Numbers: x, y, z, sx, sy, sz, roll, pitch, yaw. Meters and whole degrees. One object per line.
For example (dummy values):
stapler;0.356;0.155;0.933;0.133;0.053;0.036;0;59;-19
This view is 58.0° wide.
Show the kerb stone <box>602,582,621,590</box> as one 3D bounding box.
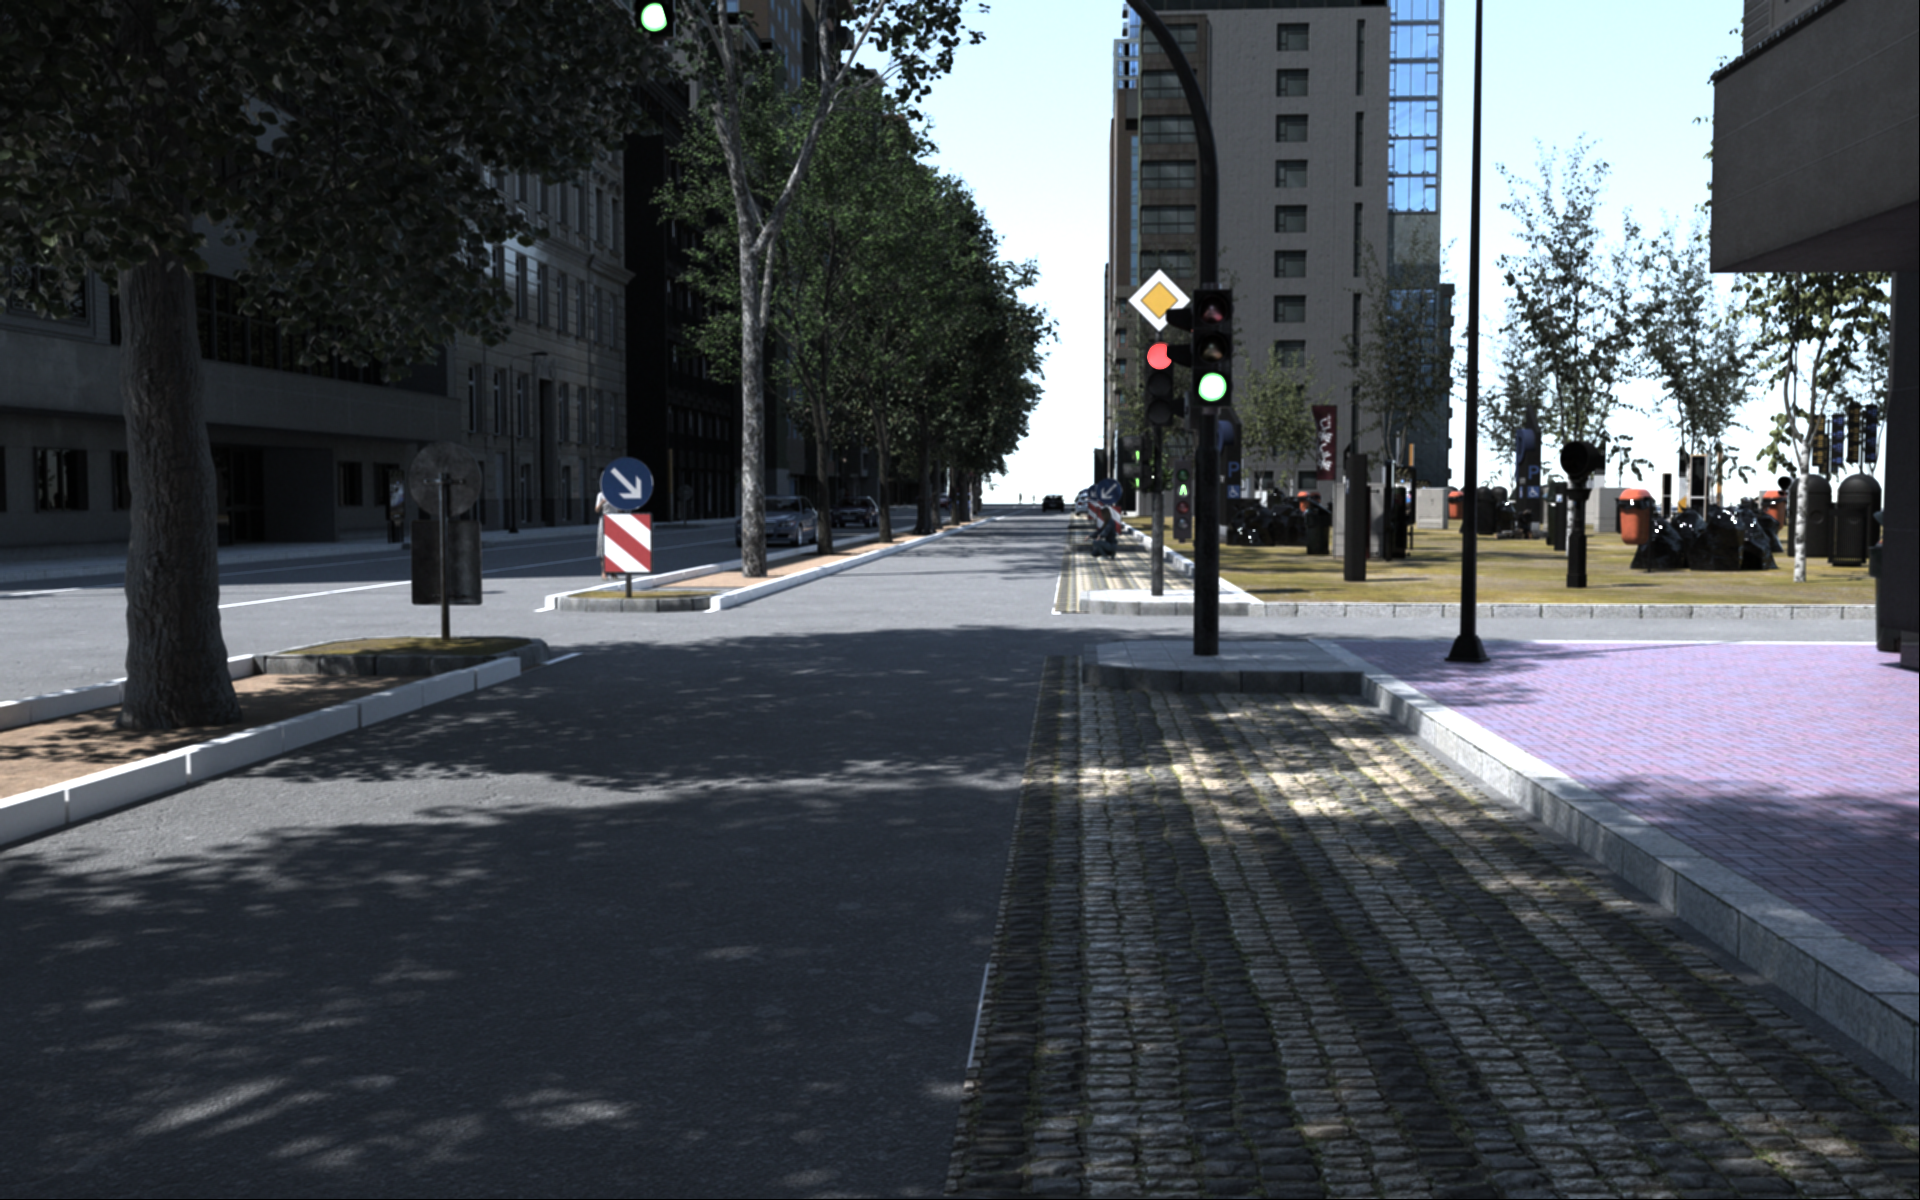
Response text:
kerb stone;-4.956;-0.121;24.174;0.120;0.150;1.000;0;4;4

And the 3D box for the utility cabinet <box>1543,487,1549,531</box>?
utility cabinet;18.115;-2.717;53.098;0.318;1.500;1.173;1;4;11

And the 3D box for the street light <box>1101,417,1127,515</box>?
street light;9.378;-8.046;104.098;1.470;5.913;1.316;0;4;4

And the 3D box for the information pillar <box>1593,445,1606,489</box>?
information pillar;27.597;-5.097;74.694;0.504;3.616;0.183;0;4;7

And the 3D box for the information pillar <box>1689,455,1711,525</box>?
information pillar;13.799;-1.703;32.338;0.304;2.012;0.304;2;4;34

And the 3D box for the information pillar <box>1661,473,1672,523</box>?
information pillar;24.567;-3.409;60.233;0.304;2.012;0.304;1;4;15

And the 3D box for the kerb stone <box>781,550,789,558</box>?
kerb stone;-3.998;-0.987;38.471;0.120;0.150;1.000;0;4;4

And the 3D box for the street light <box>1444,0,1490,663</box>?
street light;3.373;-2.488;13.214;1.470;5.913;1.316;0;4;4

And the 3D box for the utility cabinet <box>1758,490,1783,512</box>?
utility cabinet;40.607;-4.769;86.653;1.173;1.500;0.318;0;4;5

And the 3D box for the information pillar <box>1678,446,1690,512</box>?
information pillar;35.269;-5.694;84.448;0.504;3.616;0.183;0;4;4

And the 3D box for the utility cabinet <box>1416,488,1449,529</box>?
utility cabinet;17.155;-3.316;62.895;0.318;1.500;1.173;-3;4;-36

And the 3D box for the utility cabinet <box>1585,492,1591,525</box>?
utility cabinet;25.899;-3.873;72.001;1.173;1.500;0.318;2;4;34

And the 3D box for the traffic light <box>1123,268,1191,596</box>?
traffic light;2.469;-2.006;21.724;0.839;4.253;0.868;0;4;4

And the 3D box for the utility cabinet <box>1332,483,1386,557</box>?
utility cabinet;8.173;-1.619;35.147;1.173;1.500;0.318;0;4;8

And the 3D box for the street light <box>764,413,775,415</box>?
street light;-11.302;-7.749;99.229;1.470;5.913;1.316;0;4;4

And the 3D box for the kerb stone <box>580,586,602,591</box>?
kerb stone;-5.011;-0.053;23.154;0.120;0.150;1.000;0;4;4

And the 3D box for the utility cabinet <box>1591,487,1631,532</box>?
utility cabinet;21.598;-2.977;57.352;1.173;1.500;0.318;-1;4;-13

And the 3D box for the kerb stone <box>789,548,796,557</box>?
kerb stone;-3.933;-1.058;39.494;0.120;0.150;1.000;0;4;4

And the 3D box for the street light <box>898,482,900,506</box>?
street light;-5.867;-12.823;182.196;1.470;5.913;1.316;0;4;4

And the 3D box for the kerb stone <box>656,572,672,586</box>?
kerb stone;-4.743;-0.305;27.237;0.120;0.150;1.000;0;4;4

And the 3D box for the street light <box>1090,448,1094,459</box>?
street light;13.922;-12.240;172.662;1.470;5.913;1.316;0;4;4

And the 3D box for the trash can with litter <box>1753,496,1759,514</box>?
trash can with litter;40.864;-4.776;89.473;0.624;1.170;1.055;-3;4;-39

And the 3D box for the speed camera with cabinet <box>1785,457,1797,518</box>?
speed camera with cabinet;44.969;-5.988;92.239;2.038;3.252;0.660;1;4;18

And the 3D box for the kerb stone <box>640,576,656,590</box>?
kerb stone;-4.813;-0.246;26.214;0.120;0.150;1.000;0;4;4

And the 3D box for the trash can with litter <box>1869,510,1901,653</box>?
trash can with litter;7.830;-0.151;13.863;0.624;1.170;1.055;-1;4;-17

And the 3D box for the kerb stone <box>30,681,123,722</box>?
kerb stone;-5.803;0.673;11.276;0.120;0.150;1.000;0;4;4

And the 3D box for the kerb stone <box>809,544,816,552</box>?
kerb stone;-3.733;-1.246;42.563;0.120;0.150;1.000;0;4;4

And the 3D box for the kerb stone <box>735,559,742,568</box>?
kerb stone;-4.343;-0.680;33.364;0.120;0.150;1.000;0;4;4

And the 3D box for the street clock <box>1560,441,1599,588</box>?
street clock;8.454;-1.169;23.688;0.358;2.002;0.471;-2;4;-34

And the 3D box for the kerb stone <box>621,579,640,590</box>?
kerb stone;-4.877;-0.183;25.193;0.120;0.150;1.000;0;4;4

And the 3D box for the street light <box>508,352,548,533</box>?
street light;-14.125;-5.146;56.674;1.470;5.913;1.316;0;4;4

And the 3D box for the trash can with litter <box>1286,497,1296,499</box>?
trash can with litter;15.080;-4.130;78.919;0.624;1.170;1.055;1;4;21

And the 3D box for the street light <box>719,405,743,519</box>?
street light;-11.895;-7.215;90.509;1.470;5.913;1.316;0;4;4

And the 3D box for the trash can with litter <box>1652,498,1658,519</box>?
trash can with litter;35.549;-4.752;89.090;1.055;1.170;0.624;-3;4;-39

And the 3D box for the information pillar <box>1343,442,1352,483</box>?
information pillar;17.572;-5.331;78.519;0.183;3.616;0.504;-2;4;-26

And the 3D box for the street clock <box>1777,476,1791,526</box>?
street clock;33.408;-4.015;70.223;0.471;2.002;0.358;3;5;42

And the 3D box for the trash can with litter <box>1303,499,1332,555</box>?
trash can with litter;7.783;-1.537;36.514;1.055;1.170;0.624;0;4;3

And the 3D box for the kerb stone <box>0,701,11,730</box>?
kerb stone;-5.865;0.730;10.255;0.120;0.150;1.000;0;4;4

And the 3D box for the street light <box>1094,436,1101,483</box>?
street light;11.647;-10.148;138.458;1.470;5.913;1.316;0;4;4

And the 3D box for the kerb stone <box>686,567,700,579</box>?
kerb stone;-4.610;-0.433;29.281;0.120;0.150;1.000;0;4;4

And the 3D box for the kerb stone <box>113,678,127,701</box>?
kerb stone;-5.740;0.605;12.296;0.120;0.150;1.000;0;4;4

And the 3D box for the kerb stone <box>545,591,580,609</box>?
kerb stone;-5.088;0.004;22.134;0.120;0.150;1.000;0;4;4

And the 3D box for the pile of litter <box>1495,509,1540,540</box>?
pile of litter;15.964;-2.182;49.633;1.176;0.858;1.719;0;4;6

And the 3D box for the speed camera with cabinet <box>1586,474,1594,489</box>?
speed camera with cabinet;34.567;-6.064;93.486;0.660;3.252;2.038;-1;4;-12

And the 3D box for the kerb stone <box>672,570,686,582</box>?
kerb stone;-4.684;-0.368;28.258;0.120;0.150;1.000;0;4;4

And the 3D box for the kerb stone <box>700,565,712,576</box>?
kerb stone;-4.544;-0.496;30.301;0.120;0.150;1.000;0;4;4

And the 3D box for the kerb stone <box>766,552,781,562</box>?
kerb stone;-4.071;-0.928;37.447;0.120;0.150;1.000;0;4;4

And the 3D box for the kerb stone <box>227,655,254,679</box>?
kerb stone;-5.659;0.543;13.315;0.120;0.150;1.000;0;4;4

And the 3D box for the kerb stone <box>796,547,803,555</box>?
kerb stone;-3.873;-1.121;40.524;0.120;0.150;1.000;0;4;4

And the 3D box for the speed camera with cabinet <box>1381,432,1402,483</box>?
speed camera with cabinet;13.923;-3.744;55.554;0.660;3.252;2.038;1;4;20

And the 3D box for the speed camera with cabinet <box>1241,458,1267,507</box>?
speed camera with cabinet;16.398;-6.225;96.114;2.038;3.252;0.660;1;4;23

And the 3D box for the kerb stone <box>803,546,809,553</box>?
kerb stone;-3.809;-1.180;41.544;0.120;0.150;1.000;0;4;4

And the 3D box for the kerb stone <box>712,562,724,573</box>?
kerb stone;-4.477;-0.555;31.321;0.120;0.150;1.000;0;4;4

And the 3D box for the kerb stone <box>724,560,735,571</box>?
kerb stone;-4.408;-0.621;32.344;0.120;0.150;1.000;0;4;4

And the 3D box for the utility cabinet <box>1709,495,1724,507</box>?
utility cabinet;38.687;-4.760;88.983;0.306;1.237;1.020;-2;4;-27

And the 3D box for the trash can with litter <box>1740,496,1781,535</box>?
trash can with litter;24.709;-2.674;54.784;1.678;1.210;2.233;-1;4;-14

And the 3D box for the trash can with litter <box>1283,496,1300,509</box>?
trash can with litter;9.695;-2.539;52.564;2.233;1.210;1.678;2;4;25

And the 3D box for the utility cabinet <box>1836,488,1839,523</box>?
utility cabinet;32.654;-3.384;64.000;0.318;1.500;1.173;1;4;18
